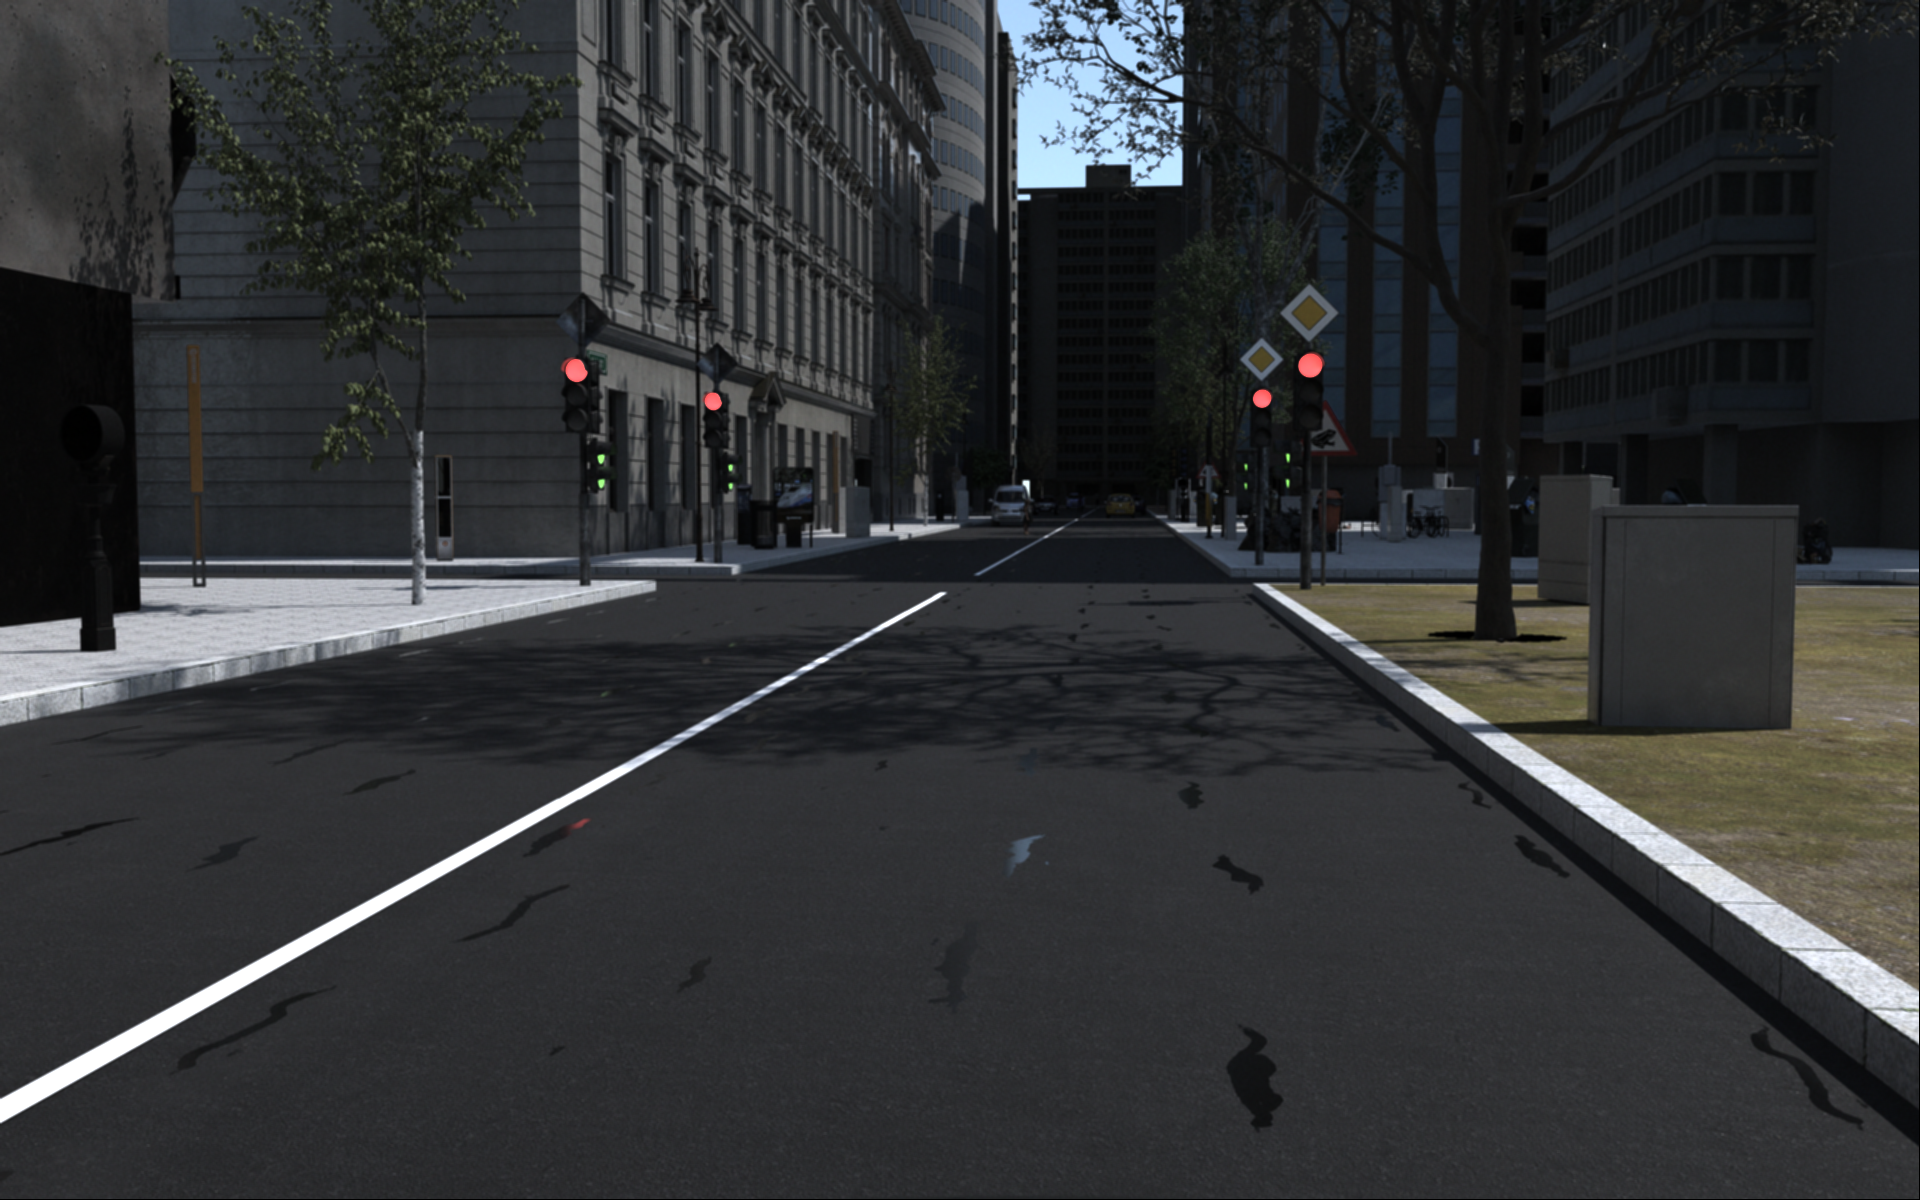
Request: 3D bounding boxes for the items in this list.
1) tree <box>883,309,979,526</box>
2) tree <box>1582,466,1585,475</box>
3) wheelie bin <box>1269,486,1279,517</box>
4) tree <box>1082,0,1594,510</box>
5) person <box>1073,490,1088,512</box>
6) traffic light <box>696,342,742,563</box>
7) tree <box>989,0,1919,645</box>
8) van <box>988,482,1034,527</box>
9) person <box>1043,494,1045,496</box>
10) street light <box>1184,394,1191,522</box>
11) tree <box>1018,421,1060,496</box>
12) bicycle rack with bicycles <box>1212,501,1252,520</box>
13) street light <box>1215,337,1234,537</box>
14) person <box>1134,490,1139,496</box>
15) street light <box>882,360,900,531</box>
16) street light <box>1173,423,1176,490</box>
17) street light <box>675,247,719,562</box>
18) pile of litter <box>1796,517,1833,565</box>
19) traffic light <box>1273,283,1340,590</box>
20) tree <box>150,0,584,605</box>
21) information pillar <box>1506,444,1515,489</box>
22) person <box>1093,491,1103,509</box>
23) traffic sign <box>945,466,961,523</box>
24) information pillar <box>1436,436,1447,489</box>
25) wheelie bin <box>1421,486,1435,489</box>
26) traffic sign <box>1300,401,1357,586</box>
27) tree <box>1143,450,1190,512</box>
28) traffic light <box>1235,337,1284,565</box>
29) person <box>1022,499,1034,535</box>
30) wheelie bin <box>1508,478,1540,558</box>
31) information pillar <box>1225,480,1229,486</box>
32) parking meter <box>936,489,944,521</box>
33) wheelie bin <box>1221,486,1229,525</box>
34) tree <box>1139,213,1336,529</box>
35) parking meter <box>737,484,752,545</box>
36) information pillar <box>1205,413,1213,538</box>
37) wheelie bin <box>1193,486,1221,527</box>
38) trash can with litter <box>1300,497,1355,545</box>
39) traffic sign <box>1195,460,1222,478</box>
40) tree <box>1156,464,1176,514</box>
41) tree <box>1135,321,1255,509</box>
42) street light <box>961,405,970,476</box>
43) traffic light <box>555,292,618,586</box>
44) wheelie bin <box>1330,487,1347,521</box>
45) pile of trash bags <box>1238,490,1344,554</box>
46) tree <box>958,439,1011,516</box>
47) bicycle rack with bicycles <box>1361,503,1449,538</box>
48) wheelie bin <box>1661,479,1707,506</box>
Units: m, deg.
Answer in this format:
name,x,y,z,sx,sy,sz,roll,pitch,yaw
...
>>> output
name,x,y,z,sx,sy,sz,roll,pitch,yaw
tree,-1.347,-7.296,69.652,4.737,8.622,4.395,0,3,0
tree,36.241,-6.602,102.549,1.663,3.219,1.824,0,3,0
wheelie bin,12.036,-3.649,67.569,0.693,1.594,0.980,2,4,27
tree,8.419,-11.291,40.491,12.611,20.169,13.585,0,3,0
person,9.434,-7.743,135.774,1.217,1.739,0.721,1,4,17
traffic light,-4.481,-2.640,32.084,0.839,4.253,0.868,0,4,5
tree,4.586,-6.395,14.929,12.009,13.543,11.850,0,3,0
van,2.290,-4.289,77.137,2.013,2.044,4.112,0,4,4
person,6.483,-7.583,135.711,0.599,1.433,0.991,2,4,29
street light,10.291,-6.438,78.043,0.468,5.910,1.993,0,4,5
tree,8.043,-13.727,174.804,4.360,8.622,3.978,0,3,0
bicycle rack with bicycles,13.832,-4.426,85.743,2.852,0.926,2.925,-1,4,-11
street light,7.789,-4.787,51.057,0.468,5.910,1.993,0,4,5
person,14.928,-8.476,147.089,0.705,1.822,1.348,-2,4,-24
street light,-2.371,-5.330,59.928,0.468,5.910,1.993,0,4,5
street light,12.985,-8.091,105.077,0.468,5.910,1.993,0,4,5
street light,-4.926,-3.657,32.584,0.468,5.910,1.993,0,4,5
pile of litter,15.601,-1.112,32.145,1.719,0.858,1.176,-3,5,-43
traffic light,4.638,-2.098,23.222,0.839,4.253,0.868,0,4,5
tree,-6.524,-4.251,19.866,4.737,8.622,4.395,0,3,0
information pillar,25.185,-5.389,79.469,0.504,3.616,0.183,-1,4,-15
person,13.074,-9.472,164.151,1.217,1.735,0.721,-2,4,-35
traffic sign,-0.317,-4.769,78.071,0.768,2.556,0.104,1,4,14
information pillar,19.425,-4.805,69.922,0.183,3.616,0.504,-3,4,-37
wheelie bin,18.366,-3.686,68.178,0.980,1.594,0.693,-2,4,-28
traffic sign,5.080,-1.478,24.169,0.884,2.594,0.081,0,4,8
tree,14.973,-8.694,125.867,4.285,4.588,4.351,0,3,0
traffic light,5.388,-2.584,31.172,0.839,4.253,0.868,0,4,5
person,2.399,-2.918,60.872,0.373,1.253,0.362,2,4,30
wheelie bin,11.470,-1.675,35.294,0.693,1.594,0.980,-1,4,-22
information pillar,13.908,-5.246,90.271,0.304,2.012,0.304,2,4,33
parking meter,-0.949,-4.503,82.031,0.372,1.533,0.369,0,3,0
wheelie bin,10.814,-3.846,70.793,0.980,1.594,0.693,-3,4,-38
tree,10.200,-8.464,64.134,9.928,11.665,9.643,0,3,0
parking meter,-5.461,-2.169,43.880,0.372,1.533,0.369,0,3,0
information pillar,7.207,-3.595,50.137,0.183,3.616,0.504,1,4,18
wheelie bin,9.611,-3.662,67.779,0.980,1.594,0.693,1,4,12
trash can with litter,8.916,-2.061,44.757,1.678,1.210,2.233,-1,4,-9
traffic sign,8.380,-3.573,58.421,0.884,2.594,0.081,1,4,13
tree,13.337,-7.024,109.444,1.663,3.219,1.824,0,3,0
tree,10.533,-7.555,73.884,4.737,8.622,4.395,0,3,0
street light,0.223,-6.998,87.208,0.468,5.910,1.993,0,4,5
traffic light,-5.231,-2.154,24.134,0.839,4.253,0.868,0,4,5
wheelie bin,17.741,-4.499,81.459,0.980,1.594,0.693,-1,4,-21
pile of trash bags,7.572,-1.750,38.371,1.912,1.369,3.447,-1,4,-14
tree,1.414,-7.357,104.002,4.285,4.588,4.351,0,3,0
bicycle rack with bicycles,13.513,-2.348,51.772,2.925,0.926,2.852,-2,4,-35
wheelie bin,15.099,-1.731,36.214,0.980,1.594,0.693,-2,4,-28
